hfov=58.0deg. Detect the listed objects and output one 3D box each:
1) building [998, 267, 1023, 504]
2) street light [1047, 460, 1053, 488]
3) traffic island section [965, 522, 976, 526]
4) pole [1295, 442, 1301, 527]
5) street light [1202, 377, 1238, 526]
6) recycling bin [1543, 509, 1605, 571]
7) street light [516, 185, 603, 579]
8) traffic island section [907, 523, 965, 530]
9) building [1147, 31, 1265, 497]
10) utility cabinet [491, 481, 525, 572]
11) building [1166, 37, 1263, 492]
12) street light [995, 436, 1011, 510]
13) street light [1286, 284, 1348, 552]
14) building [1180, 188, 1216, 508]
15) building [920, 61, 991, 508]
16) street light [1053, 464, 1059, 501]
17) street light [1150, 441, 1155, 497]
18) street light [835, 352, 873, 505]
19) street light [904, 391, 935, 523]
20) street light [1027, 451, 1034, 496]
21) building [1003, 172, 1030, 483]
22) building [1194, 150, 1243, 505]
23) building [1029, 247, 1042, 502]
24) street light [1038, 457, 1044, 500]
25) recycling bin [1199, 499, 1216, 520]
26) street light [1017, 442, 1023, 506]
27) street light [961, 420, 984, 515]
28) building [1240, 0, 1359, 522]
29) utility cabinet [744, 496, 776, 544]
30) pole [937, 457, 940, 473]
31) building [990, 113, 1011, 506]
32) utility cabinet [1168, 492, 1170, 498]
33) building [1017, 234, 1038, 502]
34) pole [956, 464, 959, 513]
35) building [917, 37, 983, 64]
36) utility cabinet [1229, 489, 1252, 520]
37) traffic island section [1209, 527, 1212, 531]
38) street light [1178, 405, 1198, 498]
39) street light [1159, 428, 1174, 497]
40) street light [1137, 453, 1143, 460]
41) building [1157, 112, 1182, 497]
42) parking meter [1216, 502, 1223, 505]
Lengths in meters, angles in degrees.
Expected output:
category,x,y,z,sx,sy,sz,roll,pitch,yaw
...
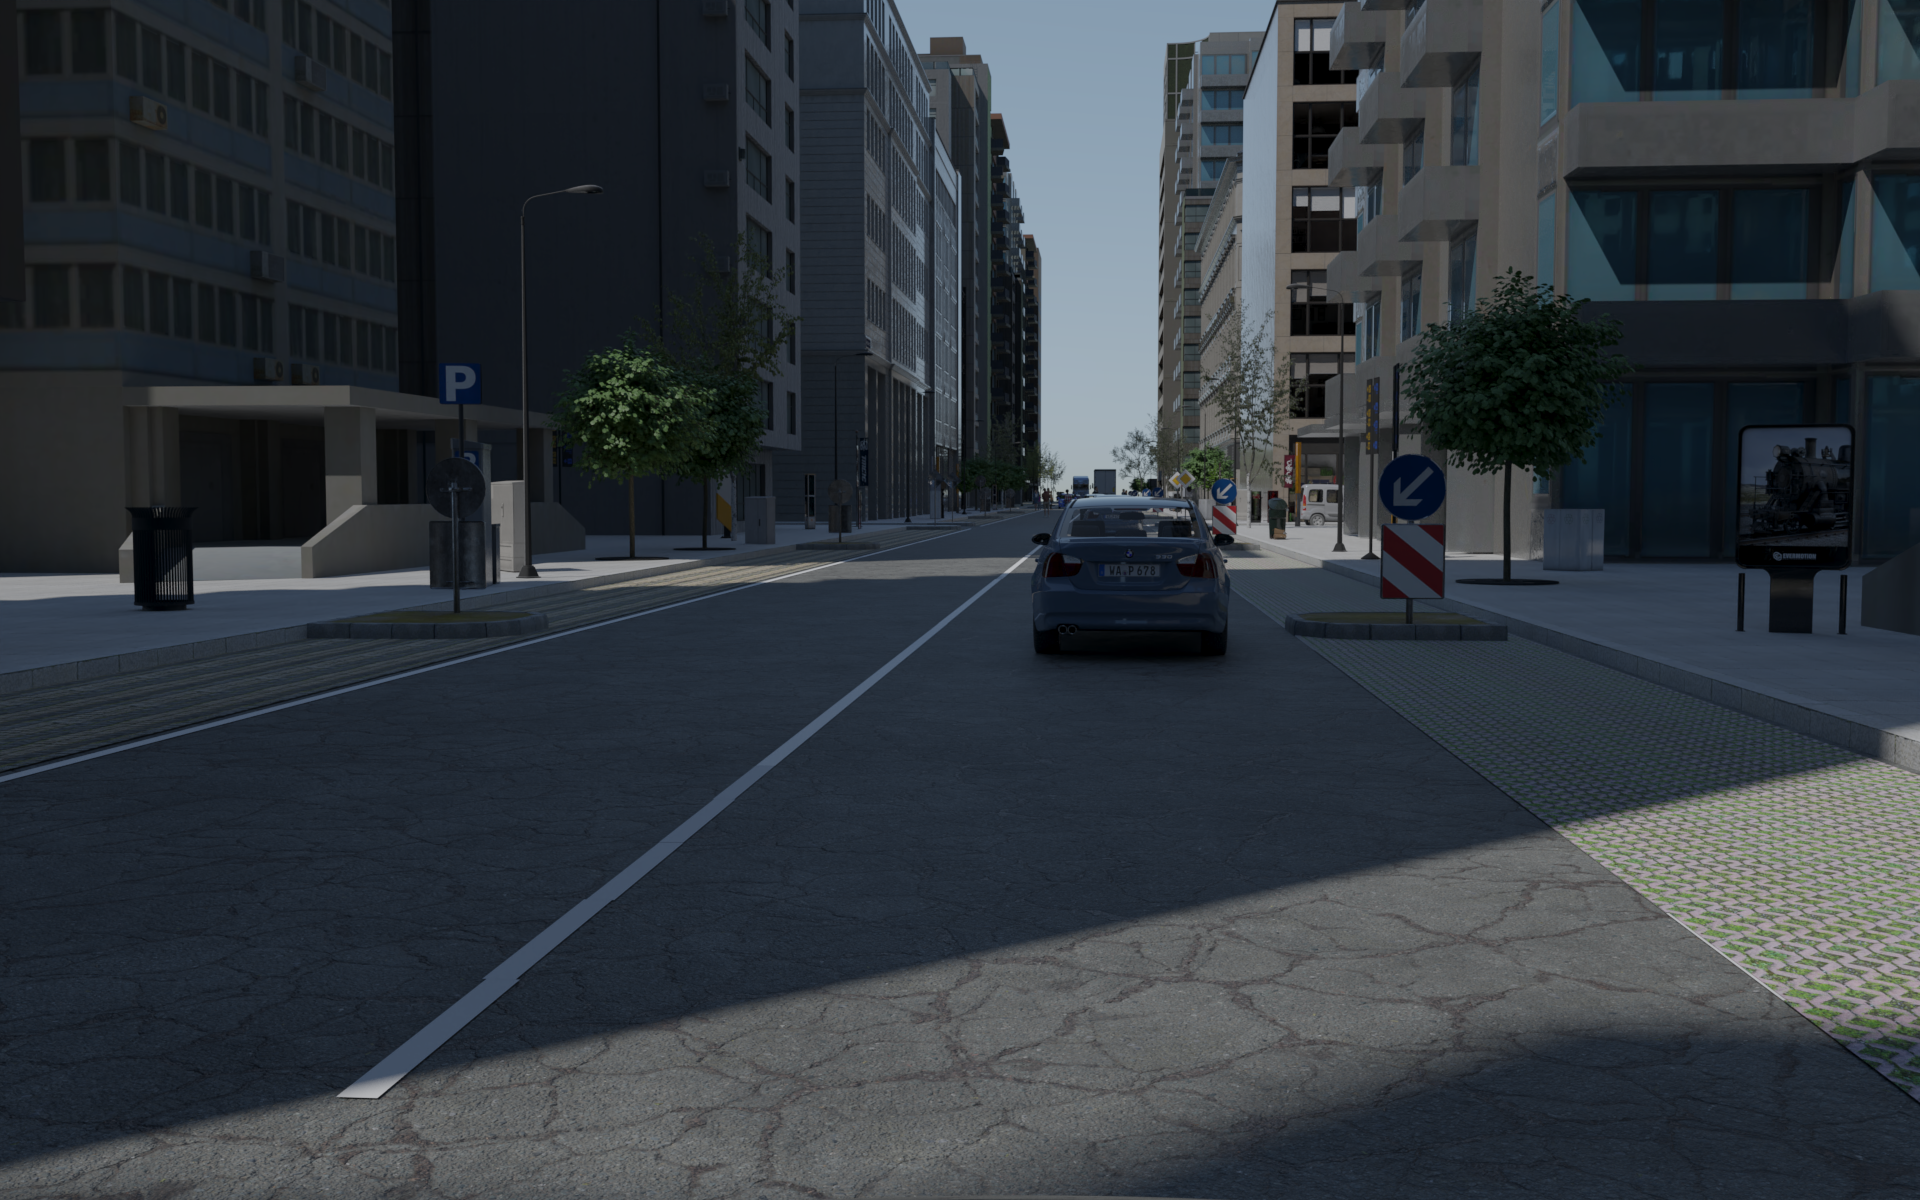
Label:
category,x,y,z,sx,sy,sz,roll,pitch,yaw
building,0.564,-27.287,217.836,14.160,30.474,14.107,0,4,5
street light,11.612,-16.244,238.134,1.470,5.913,1.316,0,4,5
traffic island section,-0.362,-3.411,78.050,2.009,0.180,2.903,0,4,5
pole,13.349,-4.559,68.381,0.158,3.312,0.155,0,3,0
street light,10.422,-5.900,69.006,1.470,5.913,1.316,0,4,5
recycling bin,10.324,-1.014,29.140,0.722,1.027,0.722,-2,4,-34
street light,-6.057,-3.285,26.243,1.470,5.913,1.316,0,4,5
traffic island section,-1.028,-2.924,70.092,2.009,0.180,2.903,0,4,5
building,40.325,-51.107,273.852,20.563,71.187,20.611,0,4,5
utility cabinet,-7.479,-1.227,28.740,0.318,1.500,1.173,-2,4,-33
building,34.592,-34.675,186.545,23.786,49.044,30.456,0,4,5
street light,3.409,-10.188,139.108,1.470,5.913,1.316,0,4,5
street light,7.902,-4.027,38.385,1.470,5.913,1.316,0,4,5
building,28.103,-24.075,165.335,14.160,30.474,14.107,0,4,5
building,-4.561,-29.157,160.311,14.154,41.232,14.086,0,4,5
street light,14.152,-18.110,268.642,1.470,5.913,1.316,0,4,5
street light,17.262,-10.948,151.545,1.470,5.913,1.316,0,4,5
street light,-3.535,-5.155,56.824,1.470,5.913,1.316,0,4,5
street light,-1.807,-6.446,77.926,1.470,5.913,1.316,0,4,5
street light,7.180,-13.014,185.316,1.470,5.913,1.316,0,4,5
building,-1.990,-38.794,253.894,23.786,49.044,30.456,0,4,5
building,26.995,-21.537,128.544,17.030,29.872,44.131,0,4,5
building,7.127,-40.025,304.526,14.600,45.320,14.200,0,4,5
street light,9.701,-14.873,215.713,1.470,5.913,1.316,0,4,5
recycling bin,12.317,-4.485,85.890,0.722,1.027,0.722,-1,4,-23
street light,4.758,-11.154,154.910,1.470,5.913,1.316,0,4,5
street light,0.808,-8.304,108.315,1.470,5.913,1.316,0,4,5
building,31.890,-17.204,85.802,34.151,26.468,19.350,0,4,5
utility cabinet,-5.151,-2.043,44.563,0.306,1.237,1.020,-3,5,-40
pole,-1.190,-6.154,94.456,0.158,3.312,0.155,0,3,0
building,-5.729,-33.136,196.402,22.147,44.769,28.867,0,4,5
utility cabinet,18.640,-8.684,150.654,1.173,1.500,0.318,2,4,29
building,1.342,-38.461,283.456,22.147,44.769,28.867,0,4,5
pole,-0.172,-7.534,117.027,0.158,3.312,0.155,0,3,0
building,-4.304,-32.085,174.698,14.600,45.320,14.200,0,4,5
utility cabinet,13.554,-4.591,83.741,0.318,1.500,1.173,-3,5,-44
traffic island section,9.028,-2.873,69.249,2.009,0.180,2.903,0,4,5
street light,12.284,-7.230,90.745,1.470,5.913,1.316,0,4,5
street light,14.734,-9.089,121.148,1.470,5.913,1.316,0,4,5
street light,21.254,-13.775,197.754,1.470,5.913,1.316,0,4,5
building,35.440,-36.049,213.096,21.300,48.544,21.600,0,4,5
parking meter,11.779,-4.463,78.686,0.399,1.863,0.255,1,4,10
